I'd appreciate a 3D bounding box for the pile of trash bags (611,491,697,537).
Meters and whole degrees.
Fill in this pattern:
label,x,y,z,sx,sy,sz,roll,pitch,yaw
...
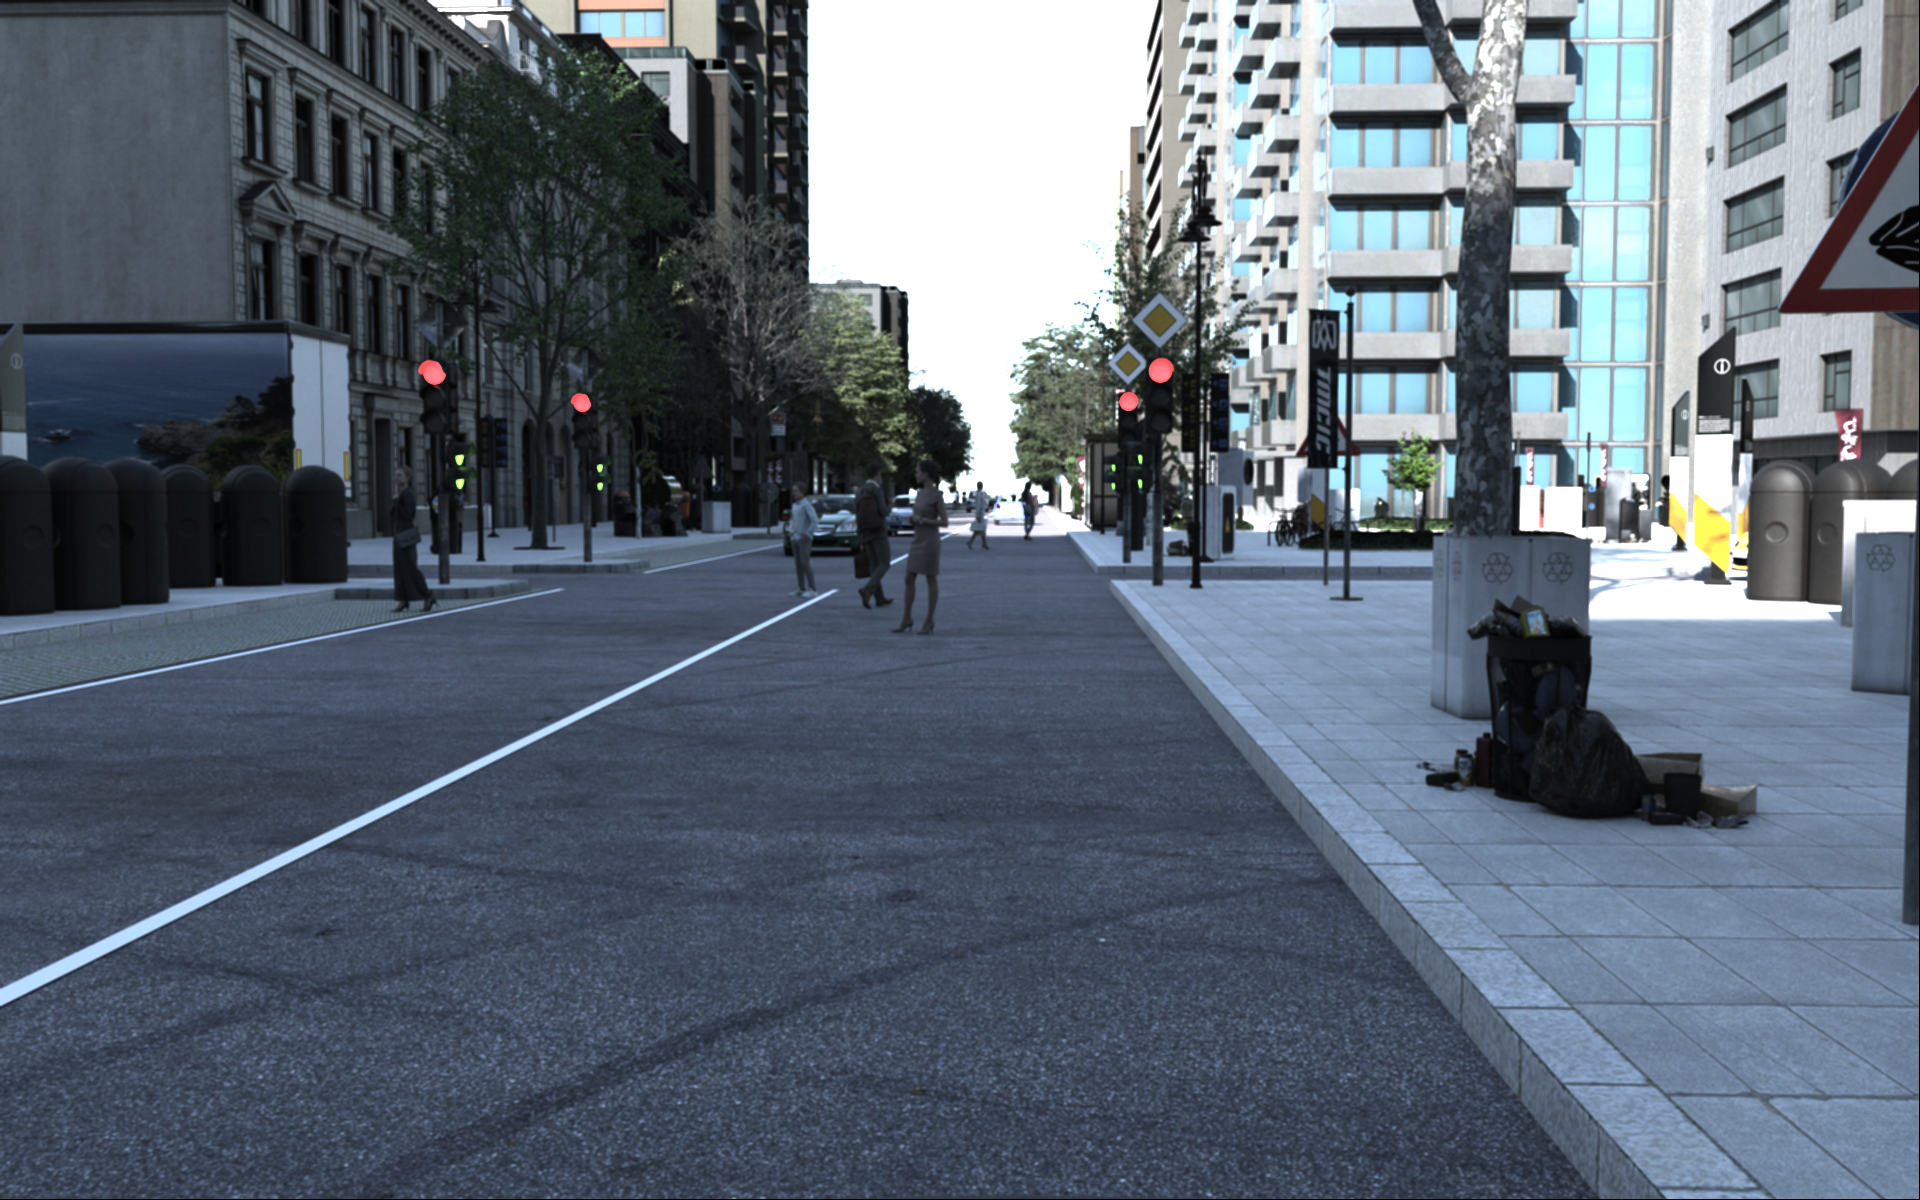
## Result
label,x,y,z,sx,sy,sz,roll,pitch,yaw
pile of trash bags,-9.761,-2.640,52.920,1.912,1.369,3.447,-2,4,-35

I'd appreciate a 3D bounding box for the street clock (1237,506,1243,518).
label,x,y,z,sx,sy,sz,roll,pitch,yaw
street clock,11.289,-3.986,69.741,0.358,2.002,0.471,-3,5,-43

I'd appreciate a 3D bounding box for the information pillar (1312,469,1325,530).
label,x,y,z,sx,sy,sz,roll,pitch,yaw
information pillar,10.216,-3.525,48.983,0.504,3.616,0.183,1,4,19

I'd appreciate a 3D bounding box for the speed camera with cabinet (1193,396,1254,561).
label,x,y,z,sx,sy,sz,roll,pitch,yaw
speed camera with cabinet,5.213,-2.435,34.156,0.660,3.252,2.038,2,4,28

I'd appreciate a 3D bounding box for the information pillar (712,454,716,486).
label,x,y,z,sx,sy,sz,roll,pitch,yaw
information pillar,-14.443,-6.750,101.717,0.183,3.616,0.504,-2,4,-33

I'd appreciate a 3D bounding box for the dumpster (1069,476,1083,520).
label,x,y,z,sx,sy,sz,roll,pitch,yaw
dumpster,6.144,-5.067,85.339,1.502,2.255,1.985,0,4,3

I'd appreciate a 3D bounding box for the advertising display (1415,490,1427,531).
label,x,y,z,sx,sy,sz,roll,pitch,yaw
advertising display,13.886,-2.877,52.251,0.123,1.923,0.974,0,4,0

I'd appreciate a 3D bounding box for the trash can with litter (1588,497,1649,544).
label,x,y,z,sx,sy,sz,roll,pitch,yaw
trash can with litter,17.072,-2.093,45.270,2.233,1.210,1.678,-1,4,-9

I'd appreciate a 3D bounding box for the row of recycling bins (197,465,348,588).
label,x,y,z,sx,sy,sz,roll,pitch,yaw
row of recycling bins,-10.355,-1.045,24.205,3.534,1.692,1.069,-3,5,-40

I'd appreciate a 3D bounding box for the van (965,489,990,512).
label,x,y,z,sx,sy,sz,roll,pitch,yaw
van,1.399,-8.039,138.456,2.013,2.044,4.112,0,4,3

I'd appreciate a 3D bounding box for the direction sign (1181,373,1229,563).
label,x,y,z,sx,sy,sz,roll,pitch,yaw
direction sign,4.592,-2.477,32.500,0.876,3.537,0.379,1,4,10

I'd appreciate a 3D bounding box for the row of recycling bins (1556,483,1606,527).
label,x,y,z,sx,sy,sz,roll,pitch,yaw
row of recycling bins,24.579,-3.657,66.897,3.534,1.692,1.069,-1,4,-12

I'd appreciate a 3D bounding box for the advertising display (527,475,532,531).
label,x,y,z,sx,sy,sz,roll,pitch,yaw
advertising display,-14.949,-3.359,60.141,0.123,1.923,0.974,-1,4,-14

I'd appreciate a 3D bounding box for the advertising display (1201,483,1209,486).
label,x,y,z,sx,sy,sz,roll,pitch,yaw
advertising display,14.772,-6.080,104.618,0.974,1.923,0.123,-2,4,-26

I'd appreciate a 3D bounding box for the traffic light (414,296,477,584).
label,x,y,z,sx,sy,sz,roll,pitch,yaw
traffic light,-7.345,-2.183,24.616,0.839,4.253,0.868,0,4,2

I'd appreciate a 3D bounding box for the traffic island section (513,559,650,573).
label,x,y,z,sx,sy,sz,roll,pitch,yaw
traffic island section,-7.050,-0.639,32.730,2.009,0.180,2.903,0,4,2

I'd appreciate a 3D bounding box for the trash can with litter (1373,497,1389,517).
label,x,y,z,sx,sy,sz,roll,pitch,yaw
trash can with litter,16.422,-3.368,66.458,1.055,1.170,0.624,0,4,7

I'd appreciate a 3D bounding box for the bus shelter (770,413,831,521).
label,x,y,z,sx,sy,sz,roll,pitch,yaw
bus shelter,-8.128,-6.748,87.969,2.179,5.291,8.768,0,4,3

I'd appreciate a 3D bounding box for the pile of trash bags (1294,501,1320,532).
label,x,y,z,sx,sy,sz,roll,pitch,yaw
pile of trash bags,12.483,-3.000,58.804,1.912,1.369,3.447,0,4,-4

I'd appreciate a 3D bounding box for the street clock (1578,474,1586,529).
label,x,y,z,sx,sy,sz,roll,pitch,yaw
street clock,22.961,-3.638,64.055,0.358,2.002,0.471,1,4,19

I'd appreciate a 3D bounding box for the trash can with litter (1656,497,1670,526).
label,x,y,z,sx,sy,sz,roll,pitch,yaw
trash can with litter,28.590,-3.609,70.387,0.624,1.170,1.055,1,4,21

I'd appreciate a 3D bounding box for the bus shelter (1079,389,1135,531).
label,x,y,z,sx,sy,sz,roll,pitch,yaw
bus shelter,5.523,-5.287,64.077,2.179,5.291,8.768,0,4,2

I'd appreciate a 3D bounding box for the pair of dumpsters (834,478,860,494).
label,x,y,z,sx,sy,sz,roll,pitch,yaw
pair of dumpsters,-6.931,-6.322,105.856,1.574,2.255,4.437,0,4,2

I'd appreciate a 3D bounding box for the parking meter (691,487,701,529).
label,x,y,z,sx,sy,sz,roll,pitch,yaw
parking meter,-9.832,-3.437,64.603,0.372,1.533,0.369,0,3,0

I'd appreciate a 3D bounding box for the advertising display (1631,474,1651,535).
label,x,y,z,sx,sy,sz,roll,pitch,yaw
advertising display,21.361,-3.036,54.856,0.123,1.923,0.974,-3,5,-43

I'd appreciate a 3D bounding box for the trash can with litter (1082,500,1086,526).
label,x,y,z,sx,sy,sz,roll,pitch,yaw
trash can with litter,5.122,-3.551,69.448,0.624,1.170,1.055,0,4,-4

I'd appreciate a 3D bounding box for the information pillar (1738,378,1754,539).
label,x,y,z,sx,sy,sz,roll,pitch,yaw
information pillar,15.973,-2.683,35.215,0.183,3.616,0.504,3,5,43

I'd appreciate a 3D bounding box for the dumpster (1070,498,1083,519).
label,x,y,z,sx,sy,sz,roll,pitch,yaw
dumpster,6.286,-5.101,89.165,1.264,1.857,1.865,0,4,2

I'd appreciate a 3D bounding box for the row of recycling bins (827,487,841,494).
label,x,y,z,sx,sy,sz,roll,pitch,yaw
row of recycling bins,-7.403,-5.682,100.009,1.069,1.692,3.534,0,3,0

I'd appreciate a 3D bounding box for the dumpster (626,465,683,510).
label,x,y,z,sx,sy,sz,roll,pitch,yaw
dumpster,-10.045,-3.330,56.943,1.502,2.255,1.985,0,4,2

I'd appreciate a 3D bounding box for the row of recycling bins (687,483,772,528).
label,x,y,z,sx,sy,sz,roll,pitch,yaw
row of recycling bins,-8.937,-3.673,67.166,3.534,1.692,1.069,1,4,15

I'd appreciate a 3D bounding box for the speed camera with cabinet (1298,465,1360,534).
label,x,y,z,sx,sy,sz,roll,pitch,yaw
speed camera with cabinet,11.946,-3.777,56.093,2.038,3.252,0.660,-1,4,-22

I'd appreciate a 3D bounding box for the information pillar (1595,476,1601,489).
label,x,y,z,sx,sy,sz,roll,pitch,yaw
information pillar,26.253,-4.078,71.169,0.304,2.012,0.304,2,4,31

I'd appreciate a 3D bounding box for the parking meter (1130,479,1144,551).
label,x,y,z,sx,sy,sz,roll,pitch,yaw
parking meter,3.985,-2.050,39.234,0.255,1.863,0.399,2,4,28

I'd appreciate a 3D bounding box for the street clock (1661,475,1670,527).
label,x,y,z,sx,sy,sz,roll,pitch,yaw
street clock,27.221,-3.796,66.638,0.358,2.002,0.471,-2,4,-25

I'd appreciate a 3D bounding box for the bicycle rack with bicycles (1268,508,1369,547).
label,x,y,z,sx,sy,sz,roll,pitch,yaw
bicycle rack with bicycles,8.682,-1.805,42.893,2.852,0.926,2.925,3,5,42

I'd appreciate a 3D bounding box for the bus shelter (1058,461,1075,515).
label,x,y,z,sx,sy,sz,roll,pitch,yaw
bus shelter,6.749,-6.570,101.345,2.014,3.302,5.546,0,4,2

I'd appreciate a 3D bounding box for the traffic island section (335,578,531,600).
label,x,y,z,sx,sy,sz,roll,pitch,yaw
traffic island section,-7.385,-0.151,24.752,2.009,0.180,2.903,0,4,2

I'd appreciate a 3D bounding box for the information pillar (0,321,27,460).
label,x,y,z,sx,sy,sz,roll,pitch,yaw
information pillar,-12.748,-1.955,23.314,0.183,3.616,0.504,1,4,10

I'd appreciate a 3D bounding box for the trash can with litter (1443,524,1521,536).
label,x,y,z,sx,sy,sz,roll,pitch,yaw
trash can with litter,5.069,-0.297,16.246,1.055,1.170,0.624,-2,4,-28

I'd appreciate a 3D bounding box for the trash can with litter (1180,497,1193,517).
label,x,y,z,sx,sy,sz,roll,pitch,yaw
trash can with litter,9.568,-3.695,71.806,0.624,1.170,1.055,-1,4,-19

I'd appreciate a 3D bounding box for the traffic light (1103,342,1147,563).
label,x,y,z,sx,sy,sz,roll,pitch,yaw
traffic light,3.093,-2.646,32.187,0.839,4.253,0.868,0,4,2

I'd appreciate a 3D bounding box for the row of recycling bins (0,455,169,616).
label,x,y,z,sx,sy,sz,roll,pitch,yaw
row of recycling bins,-10.087,-0.727,19.004,1.069,1.692,3.534,1,4,16

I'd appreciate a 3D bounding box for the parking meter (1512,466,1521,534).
label,x,y,z,sx,sy,sz,roll,pitch,yaw
parking meter,11.643,-1.895,36.691,0.399,1.863,0.255,3,4,37

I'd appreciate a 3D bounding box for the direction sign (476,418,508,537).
label,x,y,z,sx,sy,sz,roll,pitch,yaw
direction sign,-13.904,-3.640,51.519,0.876,3.537,0.379,-2,4,-23

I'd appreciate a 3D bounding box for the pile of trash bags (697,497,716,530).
label,x,y,z,sx,sy,sz,roll,pitch,yaw
pile of trash bags,-9.476,-3.140,61.091,1.912,1.369,3.447,0,4,0

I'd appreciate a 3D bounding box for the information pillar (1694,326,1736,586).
label,x,y,z,sx,sy,sz,roll,pitch,yaw
information pillar,10.628,-2.020,24.374,0.504,3.616,0.183,3,5,39

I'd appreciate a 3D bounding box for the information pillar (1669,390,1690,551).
label,x,y,z,sx,sy,sz,roll,pitch,yaw
information pillar,16.239,-2.919,39.080,0.504,3.616,0.183,-2,4,-28

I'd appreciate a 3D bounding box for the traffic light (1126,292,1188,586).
label,x,y,z,sx,sy,sz,roll,pitch,yaw
traffic light,2.758,-2.158,24.208,0.839,4.253,0.868,0,4,2

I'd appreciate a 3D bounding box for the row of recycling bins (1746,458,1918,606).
label,x,y,z,sx,sy,sz,roll,pitch,yaw
row of recycling bins,10.647,-0.772,19.737,1.069,1.692,3.534,-2,4,-33

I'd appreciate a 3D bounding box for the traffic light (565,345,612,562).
label,x,y,z,sx,sy,sz,roll,pitch,yaw
traffic light,-7.010,-2.671,32.594,0.839,4.253,0.868,0,4,2
